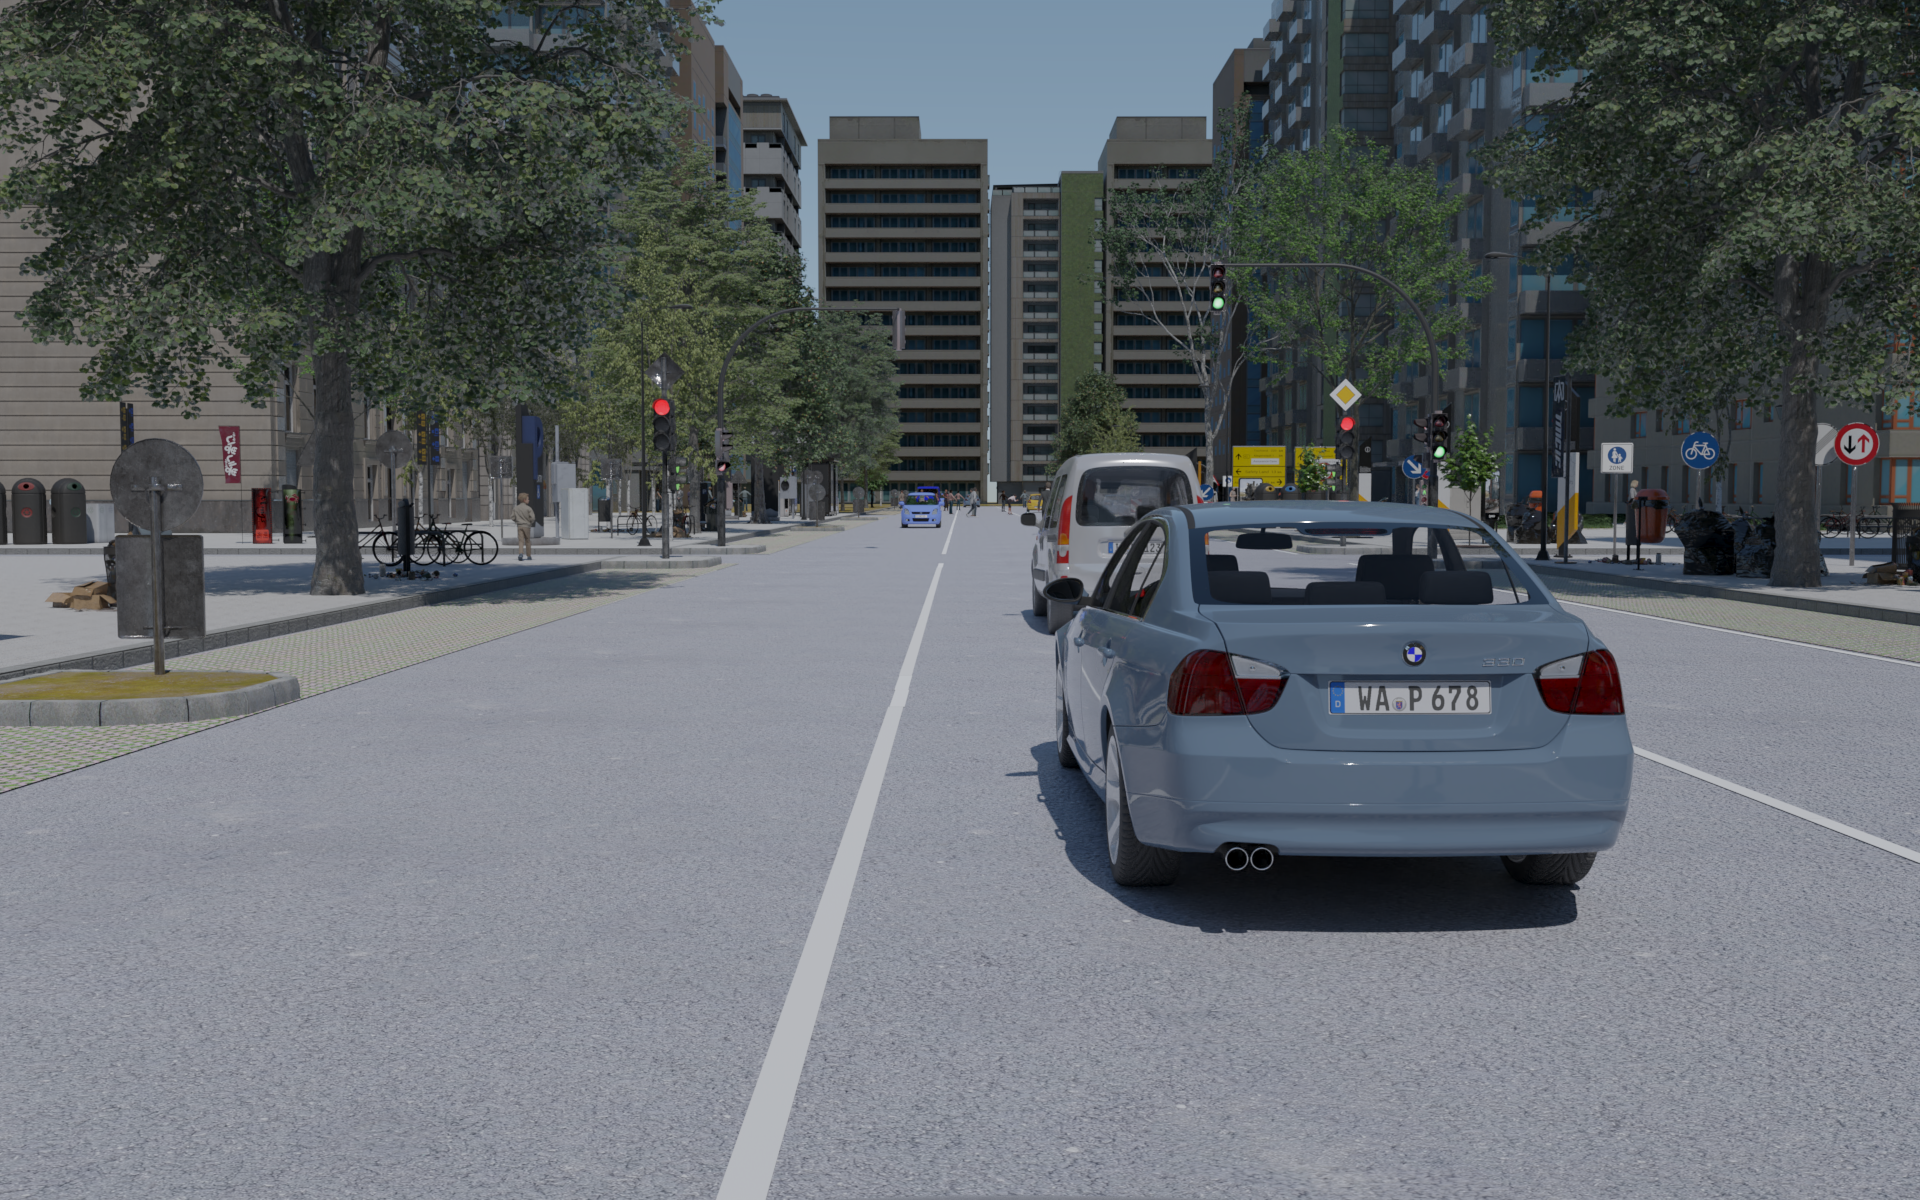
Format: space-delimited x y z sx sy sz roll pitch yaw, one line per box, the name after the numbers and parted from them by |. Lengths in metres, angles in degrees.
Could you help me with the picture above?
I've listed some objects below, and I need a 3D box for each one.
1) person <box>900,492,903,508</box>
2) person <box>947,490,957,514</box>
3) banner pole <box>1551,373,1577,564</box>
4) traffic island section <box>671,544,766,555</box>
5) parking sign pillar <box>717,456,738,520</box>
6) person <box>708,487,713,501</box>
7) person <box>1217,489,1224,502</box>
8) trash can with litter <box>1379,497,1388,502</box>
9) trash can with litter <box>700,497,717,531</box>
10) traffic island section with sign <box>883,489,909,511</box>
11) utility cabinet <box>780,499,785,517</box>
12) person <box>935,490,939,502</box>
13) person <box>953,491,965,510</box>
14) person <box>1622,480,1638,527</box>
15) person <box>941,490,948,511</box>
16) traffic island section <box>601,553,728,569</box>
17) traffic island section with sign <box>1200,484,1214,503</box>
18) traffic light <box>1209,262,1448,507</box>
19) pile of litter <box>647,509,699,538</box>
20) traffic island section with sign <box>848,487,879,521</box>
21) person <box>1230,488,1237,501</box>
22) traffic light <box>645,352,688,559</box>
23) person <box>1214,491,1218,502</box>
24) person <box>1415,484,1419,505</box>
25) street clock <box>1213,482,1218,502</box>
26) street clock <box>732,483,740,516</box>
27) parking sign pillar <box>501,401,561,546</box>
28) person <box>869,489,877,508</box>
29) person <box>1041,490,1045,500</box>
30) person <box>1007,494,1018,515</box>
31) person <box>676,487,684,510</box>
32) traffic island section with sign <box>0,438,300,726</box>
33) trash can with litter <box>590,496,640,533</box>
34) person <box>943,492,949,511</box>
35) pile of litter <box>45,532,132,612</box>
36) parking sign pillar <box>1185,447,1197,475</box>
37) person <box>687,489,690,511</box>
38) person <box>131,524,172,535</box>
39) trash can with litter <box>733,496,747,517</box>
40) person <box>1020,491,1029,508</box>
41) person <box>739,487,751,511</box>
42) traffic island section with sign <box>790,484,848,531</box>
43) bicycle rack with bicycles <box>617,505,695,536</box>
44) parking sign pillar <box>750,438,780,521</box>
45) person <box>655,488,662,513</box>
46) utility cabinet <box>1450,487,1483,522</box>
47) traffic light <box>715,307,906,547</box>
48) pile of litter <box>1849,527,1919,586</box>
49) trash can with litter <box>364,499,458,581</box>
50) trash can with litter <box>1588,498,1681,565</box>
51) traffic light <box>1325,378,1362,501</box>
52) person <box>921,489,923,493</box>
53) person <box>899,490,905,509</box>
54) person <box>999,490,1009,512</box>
-5.665 -9.866 169.824 0.705 1.822 1.348 0 4 -8 | person
-0.571 -6.964 123.065 0.721 1.736 1.217 -2 4 -33 | person
11.150 -2.573 32.083 0.401 3.779 0.863 0 4 -8 | banner pole
-5.850 -1.230 42.390 2.009 0.180 2.903 0 3 0 | traffic island section
-11.941 -6.067 87.672 1.447 3.967 1.447 -1 4 -22 | parking sign pillar
-18.309 -7.390 126.953 0.705 1.814 1.350 -1 4 -18 | person
24.613 -9.668 164.837 1.217 1.735 0.721 -1 4 -22 | person
15.703 -3.312 65.535 1.055 1.170 0.624 1 4 20 | trash can with litter
-8.708 -2.936 59.392 1.055 1.170 0.624 2 4 26 | trash can with litter
-5.377 -8.289 144.148 1.989 1.847 2.006 0 3 0 | traffic island section with sign
-10.282 -5.216 96.442 1.020 1.237 0.306 0 4 1 | utility cabinet
-1.752 -7.779 136.364 0.721 1.739 1.217 0 4 -4 | person
-0.095 -8.757 152.385 1.217 1.736 0.721 2 4 35 | person
25.319 -3.602 65.126 0.728 1.800 0.709 2 4 32 | person
-1.185 -8.503 147.665 1.348 1.807 0.705 1 4 12 | person
-5.862 -0.742 34.405 2.009 0.180 2.903 0 3 0 | traffic island section
9.428 -3.633 68.030 1.989 1.847 2.006 0 3 0 | traffic island section with sign
7.247 -3.636 34.124 4.771 5.953 1.251 0 3 0 | traffic light
-8.519 -2.269 51.058 1.719 0.858 1.176 3 5 41 | pile of litter
-5.448 -5.230 94.133 1.989 1.847 2.006 0 3 0 | traffic island section with sign
17.276 -6.309 109.533 0.374 1.781 0.599 3 5 44 | person
-5.822 -2.774 34.270 0.839 4.253 0.868 0 3 0 | traffic light
15.404 -6.005 104.972 0.466 1.731 0.760 -2 4 -29 | person
25.699 -5.559 96.956 0.654 1.822 0.581 -1 4 -13 | person
14.730 -5.882 100.747 0.471 2.002 0.358 0 4 5 | street clock
-11.556 -5.181 89.277 0.471 2.002 0.358 -1 4 -13 | street clock
-10.822 -3.370 43.579 1.447 3.967 1.447 0 4 -2 | parking sign pillar
-8.236 -9.592 163.596 0.721 1.735 1.217 -3 4 -37 | person
6.059 -7.057 124.603 0.721 1.735 1.217 2 4 28 | person
3.622 -6.629 120.075 0.628 1.438 0.799 2 4 23 | person
-18.417 -6.574 113.795 0.520 1.790 0.573 0 4 -6 | person
-5.586 -0.179 11.550 1.989 1.847 2.006 0 3 0 | traffic island section with sign
-11.684 -2.925 58.878 1.678 1.210 2.233 3 5 44 | trash can with litter
-1.190 -8.373 146.873 0.593 1.643 0.415 0 4 0 | person
-9.729 -0.345 19.601 1.176 0.858 1.719 -1 4 -10 | pile of litter
12.989 -6.800 99.657 1.447 3.967 1.447 1 4 13 | parking sign pillar
-20.995 -7.809 134.637 0.530 1.710 0.541 3 4 36 | person
-8.047 -0.661 17.275 0.576 1.772 0.534 2 4 28 | person
-12.115 -5.121 95.113 0.624 1.170 1.055 1 4 17 | trash can with litter
6.823 -10.601 181.905 1.350 1.814 0.705 -2 4 -34 | person
-16.090 -7.555 129.650 1.350 1.814 0.705 0 4 2 | person
-5.486 -3.570 66.993 1.989 1.847 2.006 0 3 0 | traffic island section with sign
-9.309 -2.497 54.200 2.852 0.926 2.925 1 4 17 | bicycle rack with bicycles
-9.340 -5.770 82.813 1.447 3.967 1.447 0 4 -4 | parking sign pillar
-20.950 -6.954 120.459 0.721 1.735 1.217 -2 4 -30 | person
14.030 -2.430 48.404 1.173 1.500 0.318 -1 4 -13 | utility cabinet
-3.718 -4.136 42.287 4.771 5.953 1.251 0 3 0 | traffic light
13.479 -0.656 24.697 1.719 0.858 1.176 0 4 -5 | pile of litter
-8.524 -0.941 26.439 1.678 1.210 2.233 -2 4 -23 | trash can with litter
12.482 -1.291 32.166 1.678 1.210 2.233 0 4 2 | trash can with litter
9.352 -3.262 42.247 0.839 4.253 0.868 0 3 0 | traffic light
-2.791 -7.234 126.775 1.348 1.824 0.705 1 4 16 | person
-5.058 -8.543 148.709 0.617 1.759 0.750 -2 4 -25 | person
3.575 -8.001 140.138 0.721 1.723 1.217 -3 5 -39 | person
